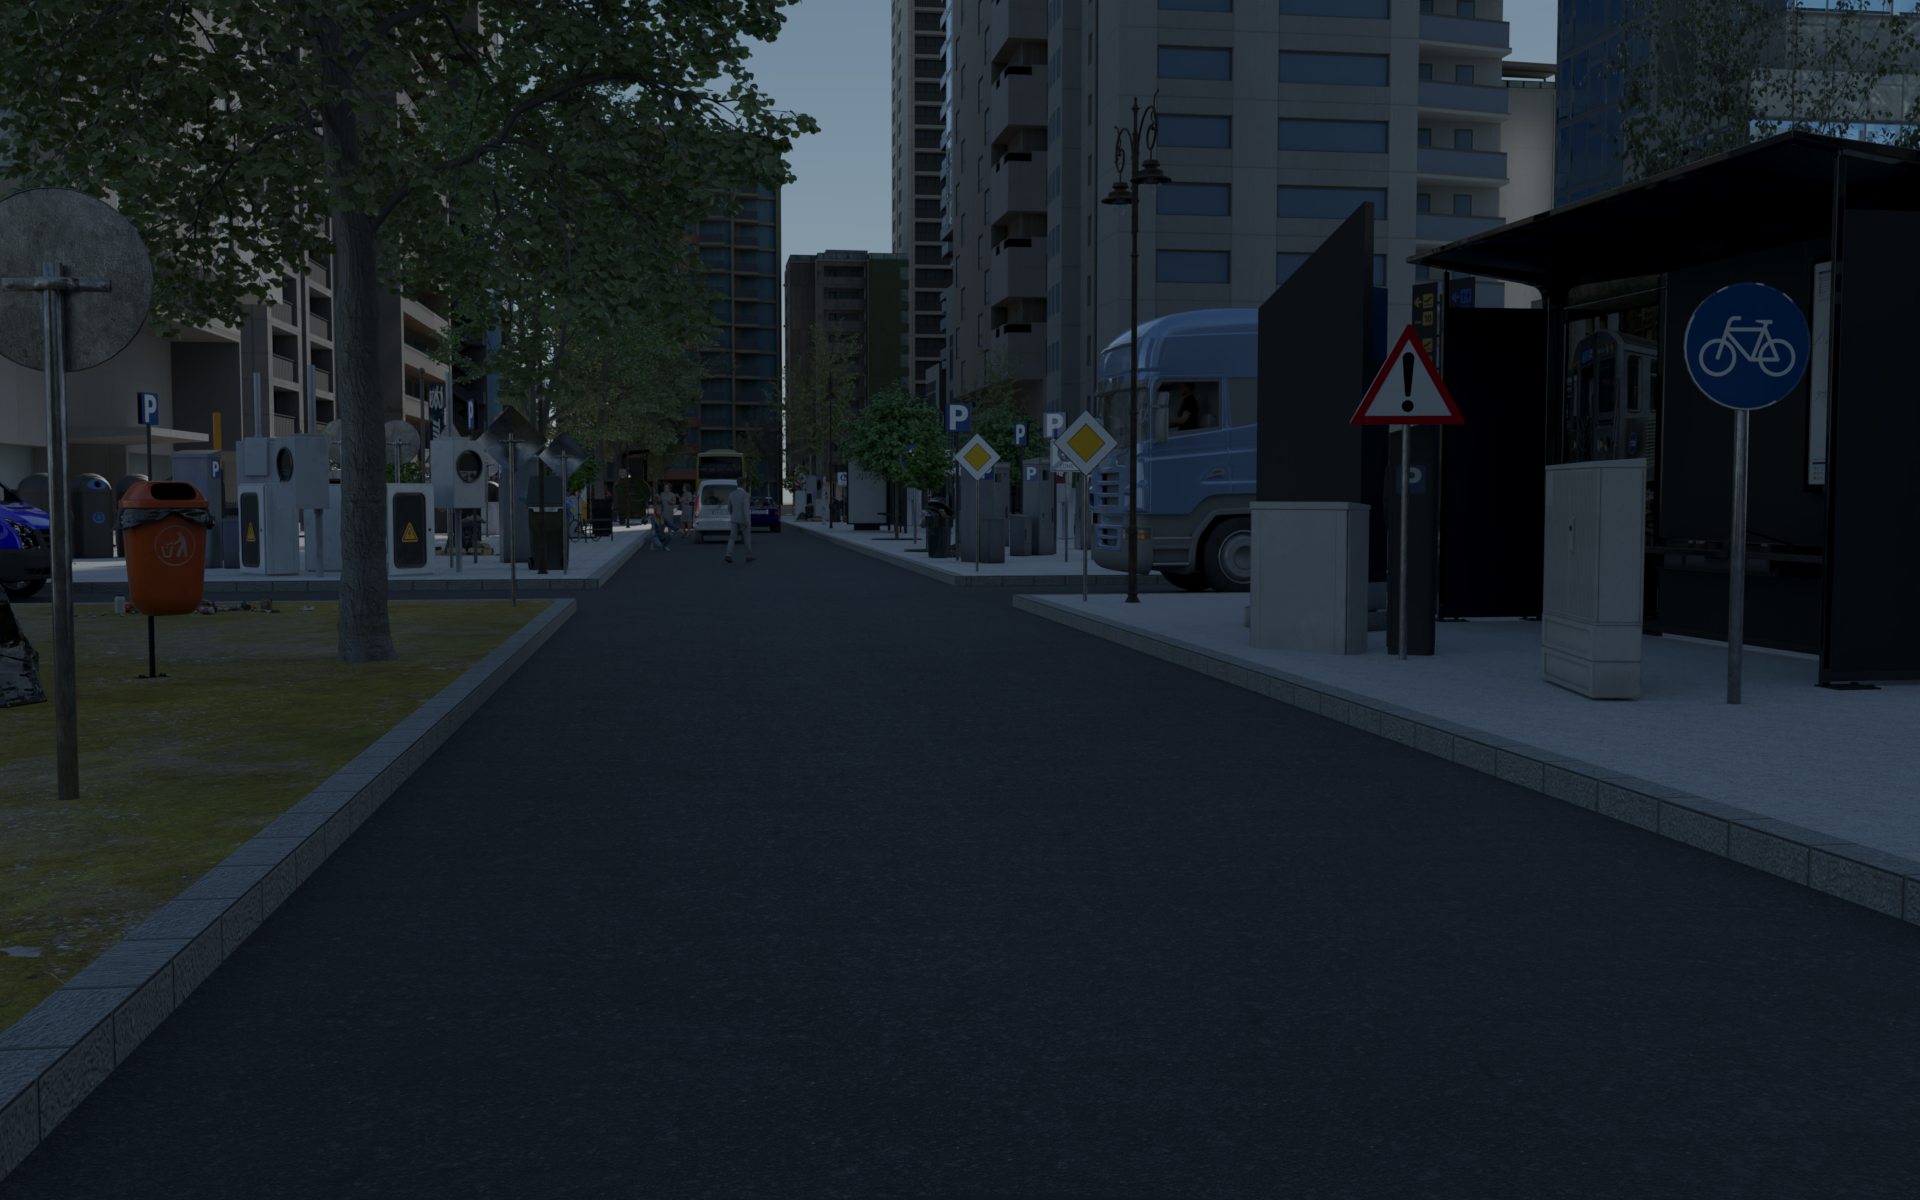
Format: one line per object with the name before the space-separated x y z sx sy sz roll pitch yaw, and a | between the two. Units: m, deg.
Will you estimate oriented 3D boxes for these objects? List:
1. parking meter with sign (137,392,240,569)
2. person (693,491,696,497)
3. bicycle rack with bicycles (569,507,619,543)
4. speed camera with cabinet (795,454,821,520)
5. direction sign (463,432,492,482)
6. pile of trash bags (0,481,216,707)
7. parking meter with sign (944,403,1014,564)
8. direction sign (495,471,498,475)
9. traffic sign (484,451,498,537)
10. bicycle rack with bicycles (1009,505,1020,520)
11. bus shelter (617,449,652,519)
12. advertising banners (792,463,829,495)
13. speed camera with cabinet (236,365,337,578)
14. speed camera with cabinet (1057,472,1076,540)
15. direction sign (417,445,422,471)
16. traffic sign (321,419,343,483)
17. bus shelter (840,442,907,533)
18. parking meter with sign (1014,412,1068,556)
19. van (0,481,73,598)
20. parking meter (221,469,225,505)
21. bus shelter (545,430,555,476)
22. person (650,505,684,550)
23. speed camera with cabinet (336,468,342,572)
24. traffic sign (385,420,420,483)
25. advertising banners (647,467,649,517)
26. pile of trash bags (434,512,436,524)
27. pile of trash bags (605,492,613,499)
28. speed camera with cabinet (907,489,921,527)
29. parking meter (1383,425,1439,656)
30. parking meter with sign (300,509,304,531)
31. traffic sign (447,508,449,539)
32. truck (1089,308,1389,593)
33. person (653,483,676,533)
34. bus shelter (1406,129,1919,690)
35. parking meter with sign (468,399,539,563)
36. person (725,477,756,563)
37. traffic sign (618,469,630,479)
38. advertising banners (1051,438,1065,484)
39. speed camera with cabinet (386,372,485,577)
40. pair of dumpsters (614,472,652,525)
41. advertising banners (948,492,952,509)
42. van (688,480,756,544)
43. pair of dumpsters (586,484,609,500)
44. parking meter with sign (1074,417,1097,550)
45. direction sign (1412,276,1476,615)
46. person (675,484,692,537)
parking meter with sign | -13.139 -2.053 29.825 1.738 3.016 0.543 0 4 2
person | -24.100 -9.104 158.019 0.621 1.740 0.551 3 5 40
bicycle rack with bicycles | -10.670 -2.014 46.315 2.852 0.926 2.925 1 4 12
speed camera with cabinet | -7.443 -5.552 85.107 0.660 3.252 2.038 1 4 18
direction sign | -17.754 -4.378 63.585 0.876 3.537 0.379 -1 4 -16
pile of trash bags | -6.422 -0.069 10.885 1.912 1.369 3.447 3 5 42
parking meter with sign | 0.319 -2.222 32.591 0.543 3.016 1.738 -2 4 -26
direction sign | -19.464 -4.889 71.937 0.876 3.537 0.379 -1 4 -16
traffic sign | -14.115 -3.153 51.651 0.768 2.556 0.104 0 4 1
bicycle rack with bicycles | 3.663 -4.033 79.319 2.925 0.926 2.852 0 4 0
bus shelter | -17.006 -6.097 90.975 1.731 3.624 6.357 -1 4 -9
advertising banners | -8.483 -6.230 98.048 2.074 3.025 0.090 0 4 2
speed camera with cabinet | -10.566 -1.997 26.991 2.038 3.252 0.660 3 5 44
speed camera with cabinet | 2.997 -3.354 49.180 0.660 3.252 2.038 1 4 19
direction sign | -25.075 -5.411 80.461 0.379 3.537 0.876 -2 4 -30
traffic sign | -10.409 -1.781 29.228 0.768 2.556 0.104 0 4 -3
bus shelter | -2.844 -3.956 58.610 2.014 3.302 5.546 -1 4 -9
parking meter with sign | 1.621 -2.448 36.283 0.543 3.016 1.738 2 4 30
van | -14.726 -1.139 23.012 5.245 2.365 2.240 0 4 -7
parking meter | -14.565 -1.716 33.774 0.255 1.863 0.399 2 4 35
bus shelter | -16.252 -4.557 65.788 1.731 3.624 6.357 -1 4 -9
person | -7.499 -1.833 43.973 1.012 1.151 0.738 -2 4 -33
speed camera with cabinet | -10.805 -2.095 28.596 2.038 3.252 0.660 0 4 -3
traffic sign | -9.646 -1.811 29.720 0.768 2.556 0.104 0 4 -3
advertising banners | -17.835 -6.283 98.909 0.090 3.025 2.074 -1 4 -11
pile of trash bags | -12.856 -1.806 39.280 1.912 1.369 3.447 -2 4 -26
pile of trash bags | -18.469 -4.530 83.825 3.447 1.369 1.912 1 4 10
speed camera with cabinet | -1.939 -4.549 68.713 0.660 3.252 2.038 0 4 6
parking meter | 3.598 -0.497 13.844 0.399 1.863 0.255 1 4 22
parking meter with sign | -23.285 -3.892 59.894 0.543 3.016 1.738 3 5 42
traffic sign | -13.897 -2.870 47.027 0.768 2.556 0.104 0 4 -1
truck | 10.610 -2.201 25.738 18.799 4.110 2.967 -1 4 -10
person | -9.151 -2.728 53.458 0.716 1.782 0.532 1 4 13
bus shelter | 5.748 -1.415 14.414 1.731 3.624 6.357 -1 4 -9
parking meter with sign | -8.230 -2.207 32.352 1.738 3.016 0.543 -2 4 -27
person | -4.626 -1.684 36.313 0.678 1.792 0.850 2 4 31
traffic sign | -16.999 -5.331 87.273 0.768 2.556 0.104 0 4 -6
advertising banners | 3.297 -3.016 45.501 2.074 3.025 0.090 -1 4 -18
speed camera with cabinet | -8.501 -2.029 27.517 0.660 3.252 2.038 2 4 32
pair of dumpsters | -13.853 -4.335 73.375 1.574 2.255 4.437 -1 4 -9
advertising banners | 0.185 -6.362 100.211 2.074 3.025 0.090 2 4 29
van | -7.082 -2.725 51.557 2.013 2.044 4.112 0 4 -7
pair of dumpsters | -20.402 -5.751 96.524 1.574 2.255 4.437 -1 4 -9
parking meter with sign | 2.953 -2.671 39.940 0.543 3.016 1.738 0 4 -8
direction sign | 5.129 -1.620 18.488 0.379 3.537 0.876 -2 4 -30
person | -9.183 -2.970 57.418 0.532 1.782 0.716 -2 4 -34
